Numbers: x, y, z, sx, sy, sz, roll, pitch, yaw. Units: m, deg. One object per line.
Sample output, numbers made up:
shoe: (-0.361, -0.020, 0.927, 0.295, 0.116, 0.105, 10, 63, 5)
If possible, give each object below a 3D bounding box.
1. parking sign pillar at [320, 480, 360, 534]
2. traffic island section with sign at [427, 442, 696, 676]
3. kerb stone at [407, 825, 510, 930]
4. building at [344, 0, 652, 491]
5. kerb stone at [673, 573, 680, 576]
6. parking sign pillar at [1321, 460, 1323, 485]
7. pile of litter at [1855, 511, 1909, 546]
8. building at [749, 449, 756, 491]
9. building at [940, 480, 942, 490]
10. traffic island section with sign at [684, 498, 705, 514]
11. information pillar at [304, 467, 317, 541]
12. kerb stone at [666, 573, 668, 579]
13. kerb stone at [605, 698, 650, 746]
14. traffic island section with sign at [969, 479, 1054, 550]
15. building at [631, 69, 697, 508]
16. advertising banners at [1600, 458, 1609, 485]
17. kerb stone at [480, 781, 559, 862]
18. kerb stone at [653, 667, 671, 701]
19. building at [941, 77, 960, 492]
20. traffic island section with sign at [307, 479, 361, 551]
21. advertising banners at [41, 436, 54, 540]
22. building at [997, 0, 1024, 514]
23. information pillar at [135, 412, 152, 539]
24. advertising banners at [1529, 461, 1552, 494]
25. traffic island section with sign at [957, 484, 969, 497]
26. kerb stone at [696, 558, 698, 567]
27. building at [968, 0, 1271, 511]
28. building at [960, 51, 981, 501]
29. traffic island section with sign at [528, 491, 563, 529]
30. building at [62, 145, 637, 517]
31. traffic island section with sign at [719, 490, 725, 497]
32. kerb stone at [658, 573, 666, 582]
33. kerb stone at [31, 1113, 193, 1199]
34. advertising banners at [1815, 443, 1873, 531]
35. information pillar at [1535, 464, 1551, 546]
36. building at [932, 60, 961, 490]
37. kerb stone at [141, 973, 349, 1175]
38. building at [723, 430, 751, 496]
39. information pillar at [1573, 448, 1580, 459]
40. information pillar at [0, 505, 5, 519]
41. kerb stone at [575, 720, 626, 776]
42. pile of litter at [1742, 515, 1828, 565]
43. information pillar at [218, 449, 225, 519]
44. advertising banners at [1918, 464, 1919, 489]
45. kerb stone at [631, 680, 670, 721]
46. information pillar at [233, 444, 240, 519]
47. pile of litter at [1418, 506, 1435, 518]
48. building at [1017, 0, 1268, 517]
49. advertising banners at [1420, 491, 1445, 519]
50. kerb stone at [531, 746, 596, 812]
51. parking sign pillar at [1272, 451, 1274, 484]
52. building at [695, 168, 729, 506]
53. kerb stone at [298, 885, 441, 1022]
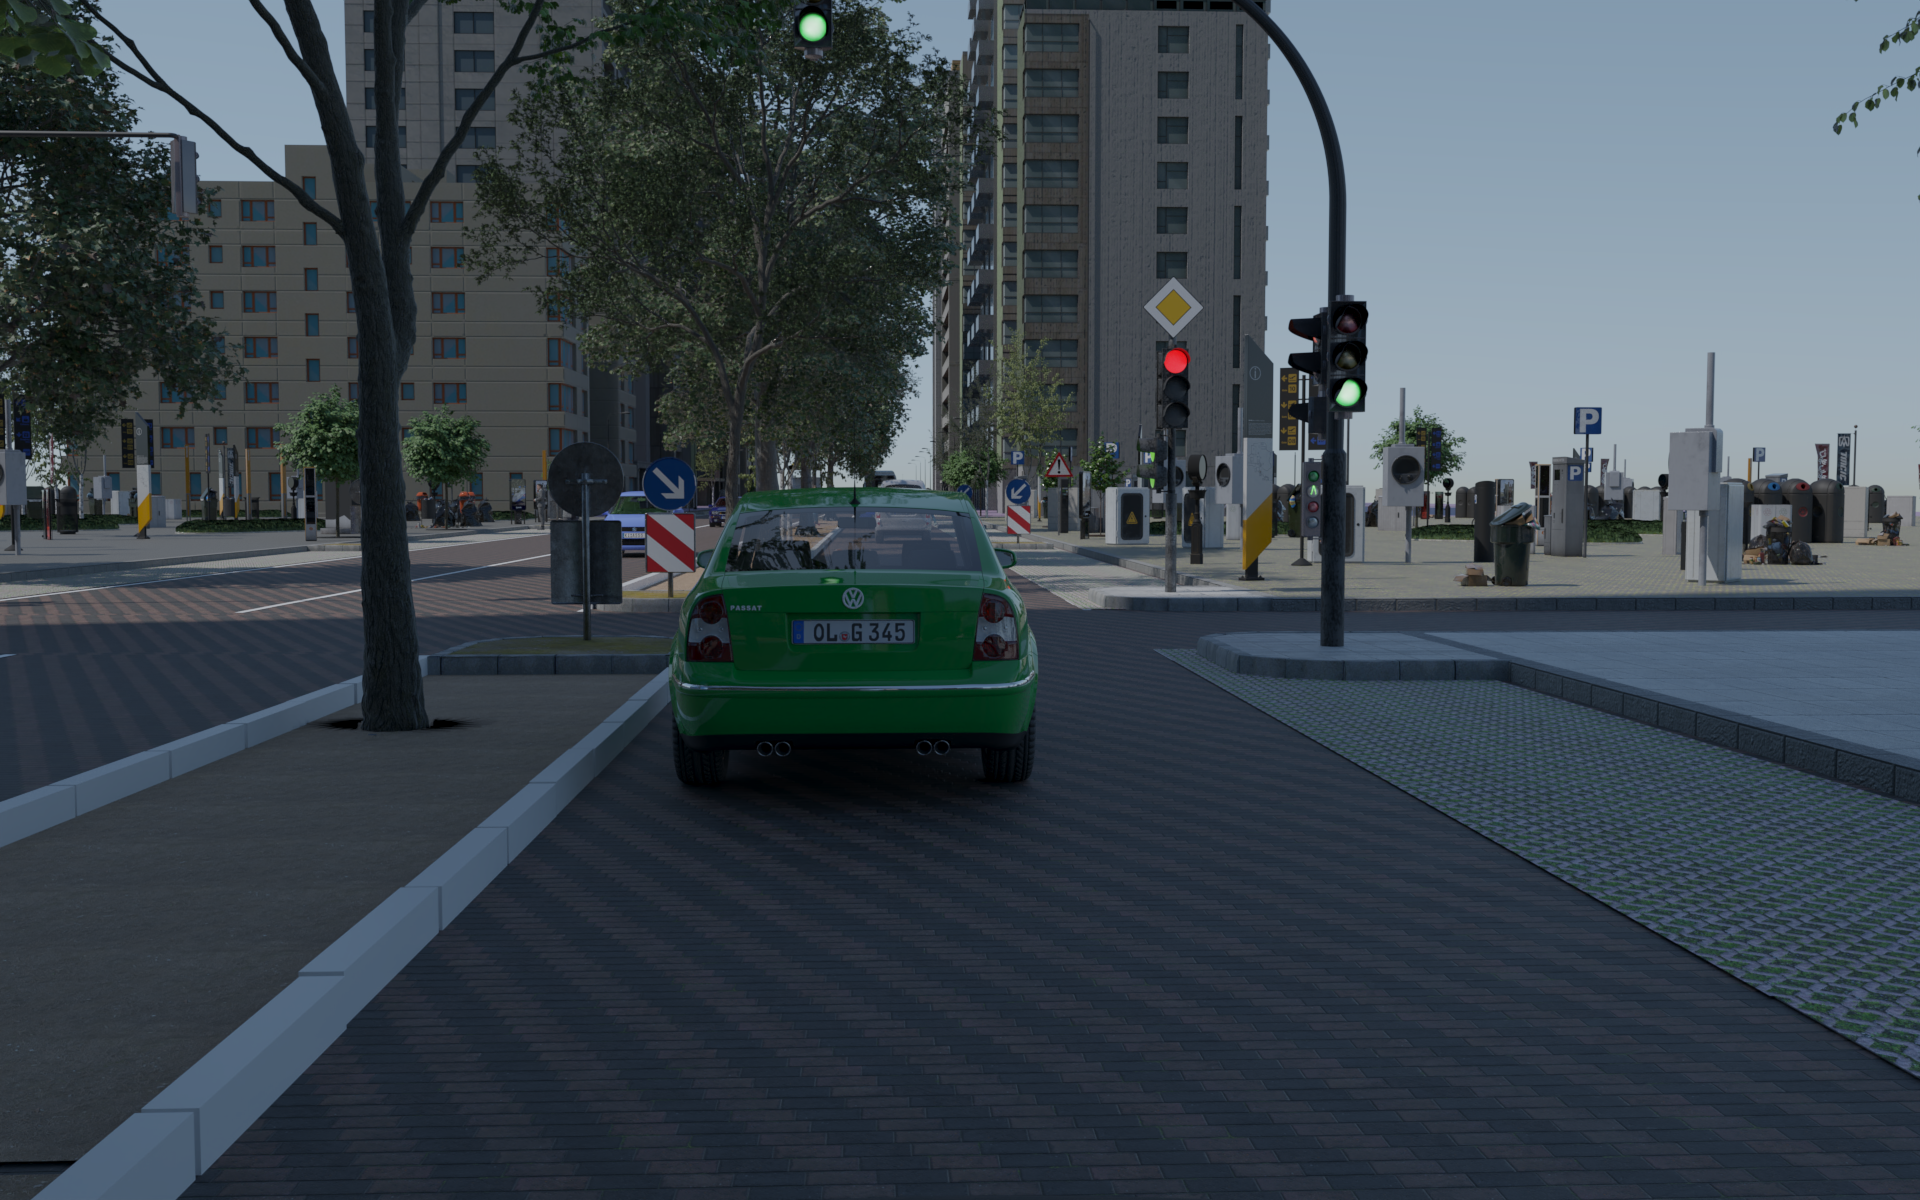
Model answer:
parking sign pillar: (-19.869, -4.116, 55.771, 1.447, 3.967, 1.447, 2, 4, 32)
traffic island section with sign: (-3.257, -0.395, 14.596, 2.006, 1.907, 1.989, 0, 4, -3)
kerb stone: (-1.783, 0.983, 6.178, 0.120, 0.150, 1.000, 0, 4, -3)
building: (-34.198, -42.562, 134.139, 20.563, 71.187, 20.611, 0, 4, -3)
kerb stone: (-5.038, -0.489, 30.194, 0.120, 0.150, 1.000, 0, 4, -3)
parking sign pillar: (20.387, -6.546, 95.496, 1.447, 3.967, 1.447, -2, 4, -24)
pile of litter: (23.059, -1.795, 43.312, 1.176, 0.858, 1.719, 1, 4, 20)
building: (-35.687, -29.136, 248.073, 14.160, 30.474, 14.107, 0, 4, -3)
building: (13.773, -32.153, 217.588, 32.217, 40.220, 23.993, 0, 4, -3)
traffic island section with sign: (-18.996, -6.912, 121.645, 1.989, 1.847, 2.006, 0, 4, -3)
information pillar: (-17.707, -2.613, 47.212, 0.304, 2.012, 0.304, -1, 4, -21)
kerb stone: (-4.991, -0.423, 29.174, 0.120, 0.150, 1.000, 0, 4, -3)
kerb stone: (-1.979, 0.731, 10.277, 0.120, 0.150, 1.000, 0, 4, -3)
traffic island section with sign: (1.362, -2.244, 45.319, 1.989, 1.847, 2.006, 0, 4, -3)
building: (-31.241, -28.740, 153.495, 14.154, 41.232, 14.086, 0, 4, -3)
advertising banners: (30.966, -5.427, 84.922, 2.074, 3.025, 0.090, -1, 4, -19)
kerb stone: (-1.831, 0.921, 7.200, 0.120, 0.150, 1.000, 0, 4, -3)
kerb stone: (-2.084, 0.604, 12.343, 0.120, 0.150, 1.000, 0, 4, -3)
building: (8.971, -34.892, 194.183, 21.300, 48.544, 21.600, 0, 4, -3)
traffic island section with sign: (-15.269, -2.159, 43.927, 1.989, 1.847, 2.006, 0, 4, -3)
advertising banners: (-25.539, -3.198, 48.480, 0.090, 3.025, 2.074, -3, 4, -36)
building: (9.447, -26.643, 119.202, 14.154, 41.232, 14.086, 0, 4, -3)
information pillar: (-23.269, -3.548, 49.364, 0.504, 3.616, 0.183, 2, 4, 26)
advertising banners: (31.418, -5.915, 92.902, 2.074, 3.025, 0.090, -1, 4, -13)
traffic island section with sign: (0.054, -3.891, 72.242, 1.989, 1.847, 2.006, 0, 4, -3)
kerb stone: (-5.286, -0.798, 35.315, 0.120, 0.150, 1.000, 0, 4, -3)
building: (12.124, -31.946, 141.924, 23.786, 49.044, 30.456, 0, 4, -3)
building: (6.919, -29.393, 164.168, 14.154, 41.232, 14.086, 0, 4, -3)
traffic island section with sign: (-16.577, -3.825, 71.173, 1.989, 1.847, 2.006, 0, 4, -3)
building: (-36.644, -16.235, 110.479, 27.650, 21.520, 28.899, 0, 4, -3)
traffic island section with sign: (-20.283, -8.559, 148.569, 1.989, 1.847, 2.006, 0, 4, -3)
kerb stone: (-4.939, -0.364, 28.142, 0.120, 0.150, 1.000, 0, 4, -3)
kerb stone: (-1.633, 1.173, 3.113, 0.120, 0.150, 1.000, 0, 4, -3)
advertising banners: (30.563, -3.900, 59.954, 2.074, 3.025, 0.090, 0, 4, -2)
information pillar: (14.334, -2.332, 42.622, 0.304, 2.012, 0.304, 0, 4, 3)
building: (6.604, -42.861, 242.770, 21.231, 58.520, 28.212, 0, 4, -3)
kerb stone: (-1.679, 1.111, 4.134, 0.120, 0.150, 1.000, 0, 4, -3)
building: (-42.200, -23.295, 225.910, 27.650, 21.520, 28.899, 0, 4, -3)
information pillar: (31.349, -5.923, 88.195, 0.504, 3.616, 0.183, -2, 4, -34)
information pillar: (-38.396, -4.770, 69.348, 0.183, 3.616, 0.504, -3, 5, -44)
kerb stone: (-1.928, 0.795, 9.247, 0.120, 0.150, 1.000, 0, 4, -3)
pile of litter: (14.902, -1.086, 31.721, 1.719, 0.858, 1.176, 2, 4, 31)
information pillar: (-38.316, -6.026, 89.878, 0.183, 3.616, 0.504, -3, 5, -44)
advertising banners: (56.029, -6.337, 99.800, 0.090, 3.025, 2.074, -1, 4, -18)
kerb stone: (-2.034, 0.666, 11.314, 0.120, 0.150, 1.000, 0, 4, -3)
information pillar: (-34.170, -5.531, 81.781, 0.183, 3.616, 0.504, 0, 4, -5)
pile of litter: (25.294, -4.903, 94.134, 1.176, 0.858, 1.719, 1, 4, 14)
building: (10.294, -20.394, 105.141, 14.160, 30.474, 14.107, 0, 4, -3)
advertising banners: (23.714, -5.622, 88.114, 2.074, 3.025, 0.090, -1, 4, -10)
kerb stone: (-1.883, 0.855, 8.222, 0.120, 0.150, 1.000, 0, 4, -3)
parking sign pillar: (13.583, -5.479, 78.046, 1.447, 3.967, 1.447, -2, 4, -29)
building: (-37.346, -33.104, 195.867, 22.147, 44.769, 28.867, 0, 4, -3)
kerb stone: (-1.740, 1.042, 5.154, 0.120, 0.150, 1.000, 0, 4, -3)
